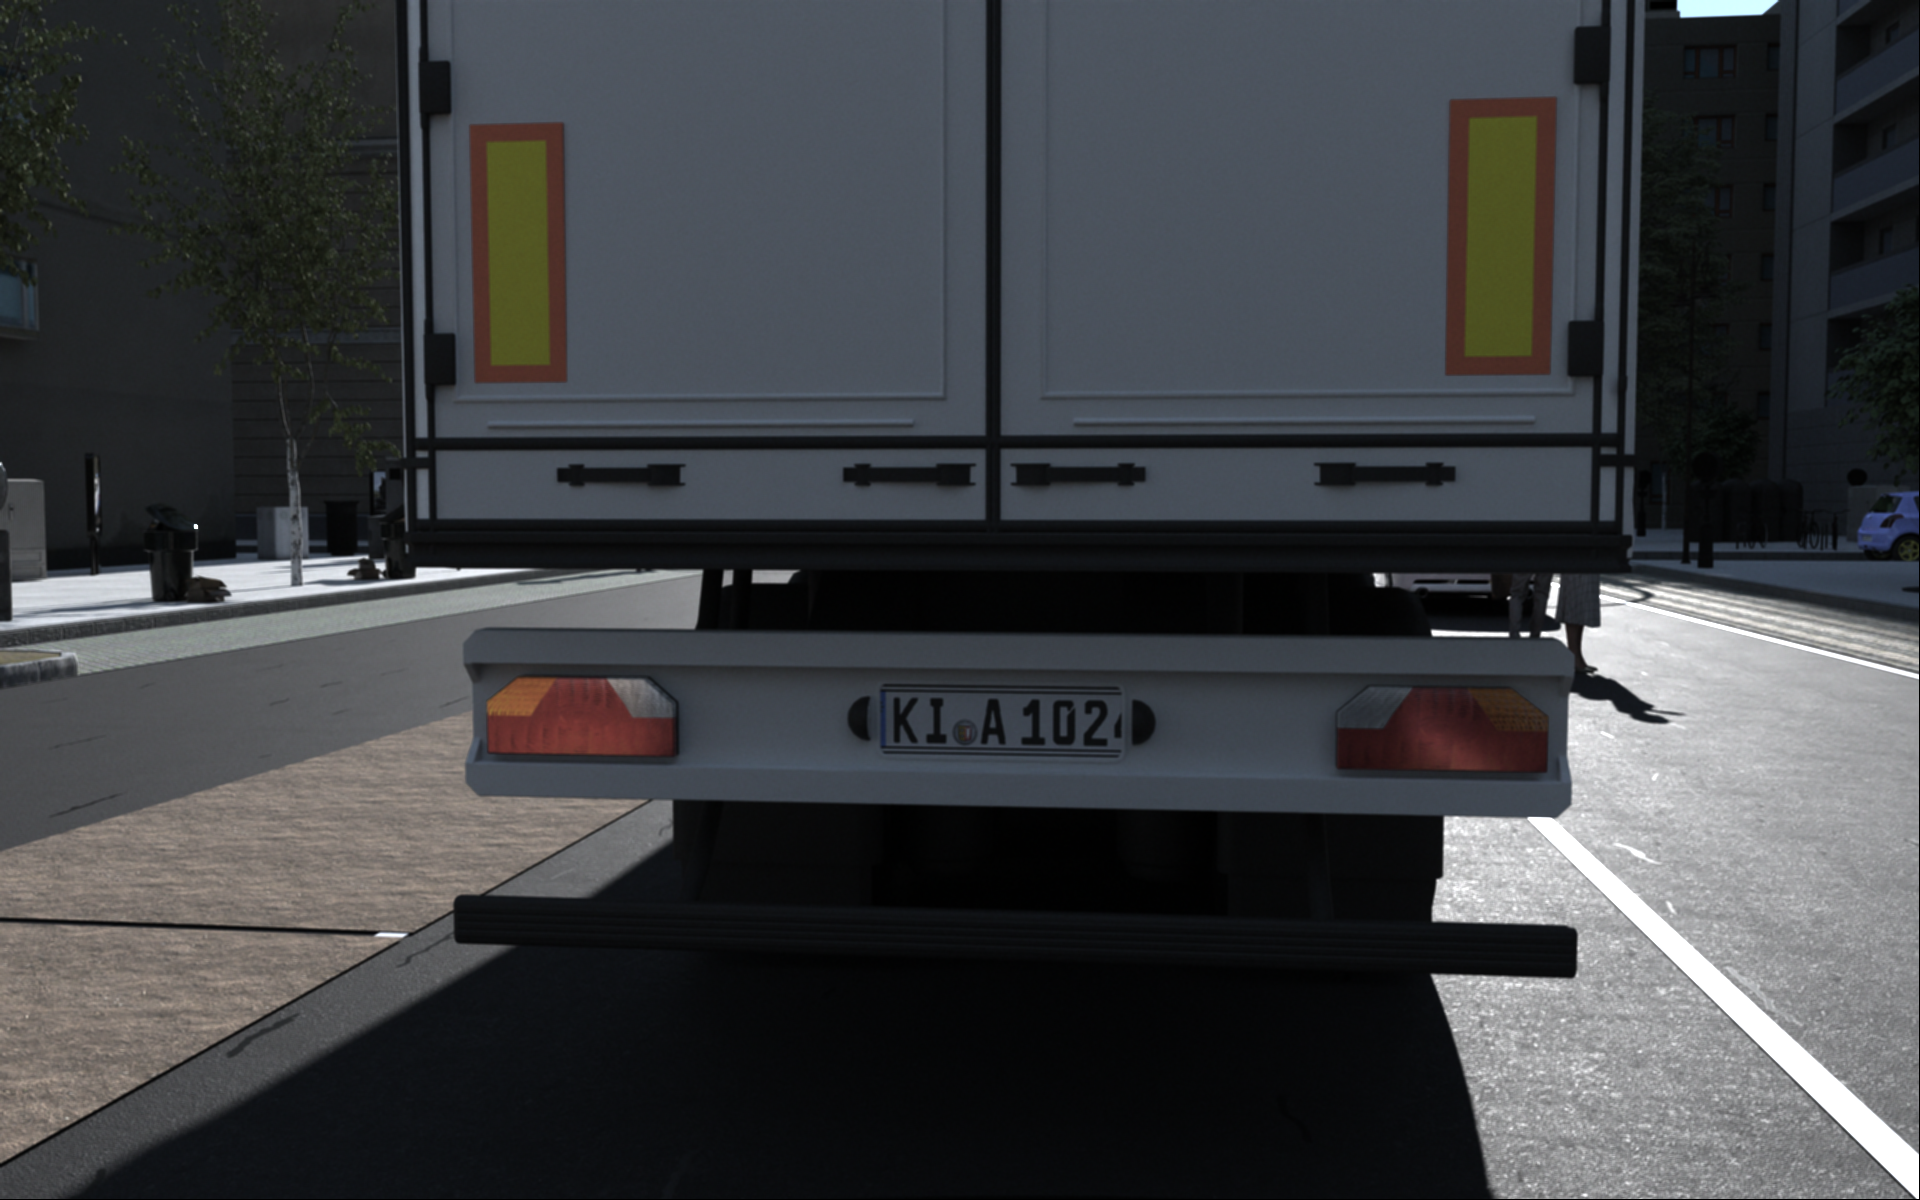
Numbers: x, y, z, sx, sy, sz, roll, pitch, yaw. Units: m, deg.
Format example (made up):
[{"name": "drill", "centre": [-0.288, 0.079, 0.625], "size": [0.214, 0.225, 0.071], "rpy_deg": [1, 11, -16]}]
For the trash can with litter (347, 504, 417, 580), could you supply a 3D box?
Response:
[{"name": "trash can with litter", "centre": [-8.656, -0.902, 26.142], "size": [1.055, 1.170, 0.624], "rpy_deg": [-3, 5, -40]}]

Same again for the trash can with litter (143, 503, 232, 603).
[{"name": "trash can with litter", "centre": [-9.221, -0.572, 20.743], "size": [1.055, 1.170, 0.624], "rpy_deg": [1, 4, 19]}]

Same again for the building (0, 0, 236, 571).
[{"name": "building", "centre": [-26.314, -24.485, 24.035], "size": [21.600, 48.544, 21.300], "rpy_deg": [0, 4, 8]}]

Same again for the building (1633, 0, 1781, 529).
[{"name": "building", "centre": [36.518, -14.144, 76.302], "size": [27.650, 21.520, 28.899], "rpy_deg": [0, 4, 8]}]

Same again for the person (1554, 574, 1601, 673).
[{"name": "person", "centre": [5.079, -0.298, 13.937], "size": [0.524, 1.755, 0.480], "rpy_deg": [2, 4, 31]}]

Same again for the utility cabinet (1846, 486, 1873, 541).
[{"name": "utility cabinet", "centre": [24.113, -2.281, 45.970], "size": [0.318, 1.500, 1.173], "rpy_deg": [-1, 4, -16]}]

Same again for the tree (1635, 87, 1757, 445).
[{"name": "tree", "centre": [16.962, -7.793, 45.535], "size": [7.486, 12.596, 7.792], "rpy_deg": [0, 3, 0]}]

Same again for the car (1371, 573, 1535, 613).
[{"name": "car", "centre": [6.339, -0.609, 22.322], "size": [2.083, 1.381, 4.827], "rpy_deg": [1, 4, 9]}]

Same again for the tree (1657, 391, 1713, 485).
[{"name": "tree", "centre": [23.940, -4.375, 55.244], "size": [4.285, 4.588, 4.351], "rpy_deg": [0, 3, 0]}]

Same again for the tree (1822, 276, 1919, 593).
[{"name": "tree", "centre": [13.141, -2.381, 22.648], "size": [4.285, 4.588, 4.351], "rpy_deg": [0, 3, 0]}]

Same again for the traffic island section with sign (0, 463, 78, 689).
[{"name": "traffic island section with sign", "centre": [-7.984, -0.282, 13.247], "size": [1.989, 1.847, 2.006], "rpy_deg": [0, 4, 8]}]

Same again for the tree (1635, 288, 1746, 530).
[{"name": "tree", "centre": [24.985, -6.763, 60.931], "size": [4.360, 8.622, 3.978], "rpy_deg": [0, 3, 0]}]

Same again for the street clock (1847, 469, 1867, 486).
[{"name": "street clock", "centre": [25.698, -2.757, 49.655], "size": [0.471, 2.002, 0.358], "rpy_deg": [3, 5, 44]}]

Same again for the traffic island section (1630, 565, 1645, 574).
[{"name": "traffic island section", "centre": [11.464, -0.629, 32.572], "size": [2.009, 0.180, 2.903], "rpy_deg": [0, 4, 8]}]

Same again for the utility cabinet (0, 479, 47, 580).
[{"name": "utility cabinet", "centre": [-14.008, -1.015, 25.278], "size": [0.318, 1.500, 1.173], "rpy_deg": [2, 4, 34]}]

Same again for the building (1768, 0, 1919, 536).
[{"name": "building", "centre": [40.543, -30.915, 47.452], "size": [28.212, 58.520, 21.231], "rpy_deg": [0, 4, 8]}]

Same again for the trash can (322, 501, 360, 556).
[{"name": "trash can", "centre": [-12.877, -1.494, 36.087], "size": [0.748, 1.137, 0.748], "rpy_deg": [0, 3, 0]}]

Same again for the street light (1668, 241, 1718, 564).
[{"name": "street light", "centre": [13.413, -3.611, 31.826], "size": [0.468, 5.910, 1.993], "rpy_deg": [0, 4, 8]}]

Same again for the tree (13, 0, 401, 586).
[{"name": "tree", "centre": [-9.265, -4.488, 23.749], "size": [4.737, 8.622, 4.395], "rpy_deg": [0, 3, 0]}]

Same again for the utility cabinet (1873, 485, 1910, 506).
[{"name": "utility cabinet", "centre": [23.530, -2.142, 43.694], "size": [0.318, 1.500, 1.173], "rpy_deg": [0, 4, 4]}]

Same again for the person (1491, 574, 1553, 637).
[{"name": "person", "centre": [5.073, -0.411, 15.347], "size": [0.709, 1.813, 0.853], "rpy_deg": [1, 4, 20]}]

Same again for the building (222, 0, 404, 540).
[{"name": "building", "centre": [-14.901, -16.558, 56.627], "size": [13.634, 28.700, 20.117], "rpy_deg": [0, 4, 8]}]

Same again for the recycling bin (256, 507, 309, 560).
[{"name": "recycling bin", "centre": [-13.342, -1.319, 34.123], "size": [0.722, 1.027, 0.722], "rpy_deg": [3, 4, 38]}]

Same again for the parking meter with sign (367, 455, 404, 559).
[{"name": "parking meter with sign", "centre": [-10.867, -2.306, 33.958], "size": [1.738, 3.016, 0.543], "rpy_deg": [2, 4, 25]}]

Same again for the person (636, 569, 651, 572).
[{"name": "person", "centre": [-5.909, -1.410, 31.982], "size": [0.576, 1.772, 0.534], "rpy_deg": [-1, 4, -11]}]

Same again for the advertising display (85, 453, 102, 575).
[{"name": "advertising display", "centre": [-13.829, -1.373, 27.668], "size": [0.123, 1.923, 0.974], "rpy_deg": [-1, 4, -21]}]

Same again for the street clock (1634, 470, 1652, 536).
[{"name": "street clock", "centre": [20.637, -2.926, 52.404], "size": [0.471, 2.002, 0.358], "rpy_deg": [-1, 4, -16]}]

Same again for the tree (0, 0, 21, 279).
[{"name": "tree", "centre": [-10.988, -4.169, 18.518], "size": [4.737, 8.622, 4.395], "rpy_deg": [0, 3, 0]}]

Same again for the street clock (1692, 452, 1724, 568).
[{"name": "street clock", "centre": [12.946, -1.557, 30.020], "size": [0.358, 2.002, 0.471], "rpy_deg": [-3, 4, -38]}]

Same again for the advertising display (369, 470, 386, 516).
[{"name": "advertising display", "centre": [-15.387, -2.515, 46.340], "size": [0.123, 1.923, 0.974], "rpy_deg": [2, 4, 25]}]

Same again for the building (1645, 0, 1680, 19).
[{"name": "building", "centre": [34.725, -20.446, 105.991], "size": [14.160, 30.474, 14.107], "rpy_deg": [0, 4, 8]}]

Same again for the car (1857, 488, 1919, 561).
[{"name": "car", "centre": [20.531, -1.587, 35.534], "size": [3.694, 1.707, 1.945], "rpy_deg": [0, 4, 7]}]

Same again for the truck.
[{"name": "truck", "centre": [0.707, -1.219, 8.848], "size": [2.839, 4.237, 11.283], "rpy_deg": [0, 4, 7]}]

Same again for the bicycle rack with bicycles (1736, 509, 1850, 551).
[{"name": "bicycle rack with bicycles", "centre": [19.486, -1.670, 40.685], "size": [2.852, 0.926, 2.925], "rpy_deg": [2, 4, 31]}]

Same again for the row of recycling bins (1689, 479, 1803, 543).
[{"name": "row of recycling bins", "centre": [21.125, -2.408, 46.480], "size": [3.534, 1.692, 1.069], "rpy_deg": [-1, 4, -19]}]
